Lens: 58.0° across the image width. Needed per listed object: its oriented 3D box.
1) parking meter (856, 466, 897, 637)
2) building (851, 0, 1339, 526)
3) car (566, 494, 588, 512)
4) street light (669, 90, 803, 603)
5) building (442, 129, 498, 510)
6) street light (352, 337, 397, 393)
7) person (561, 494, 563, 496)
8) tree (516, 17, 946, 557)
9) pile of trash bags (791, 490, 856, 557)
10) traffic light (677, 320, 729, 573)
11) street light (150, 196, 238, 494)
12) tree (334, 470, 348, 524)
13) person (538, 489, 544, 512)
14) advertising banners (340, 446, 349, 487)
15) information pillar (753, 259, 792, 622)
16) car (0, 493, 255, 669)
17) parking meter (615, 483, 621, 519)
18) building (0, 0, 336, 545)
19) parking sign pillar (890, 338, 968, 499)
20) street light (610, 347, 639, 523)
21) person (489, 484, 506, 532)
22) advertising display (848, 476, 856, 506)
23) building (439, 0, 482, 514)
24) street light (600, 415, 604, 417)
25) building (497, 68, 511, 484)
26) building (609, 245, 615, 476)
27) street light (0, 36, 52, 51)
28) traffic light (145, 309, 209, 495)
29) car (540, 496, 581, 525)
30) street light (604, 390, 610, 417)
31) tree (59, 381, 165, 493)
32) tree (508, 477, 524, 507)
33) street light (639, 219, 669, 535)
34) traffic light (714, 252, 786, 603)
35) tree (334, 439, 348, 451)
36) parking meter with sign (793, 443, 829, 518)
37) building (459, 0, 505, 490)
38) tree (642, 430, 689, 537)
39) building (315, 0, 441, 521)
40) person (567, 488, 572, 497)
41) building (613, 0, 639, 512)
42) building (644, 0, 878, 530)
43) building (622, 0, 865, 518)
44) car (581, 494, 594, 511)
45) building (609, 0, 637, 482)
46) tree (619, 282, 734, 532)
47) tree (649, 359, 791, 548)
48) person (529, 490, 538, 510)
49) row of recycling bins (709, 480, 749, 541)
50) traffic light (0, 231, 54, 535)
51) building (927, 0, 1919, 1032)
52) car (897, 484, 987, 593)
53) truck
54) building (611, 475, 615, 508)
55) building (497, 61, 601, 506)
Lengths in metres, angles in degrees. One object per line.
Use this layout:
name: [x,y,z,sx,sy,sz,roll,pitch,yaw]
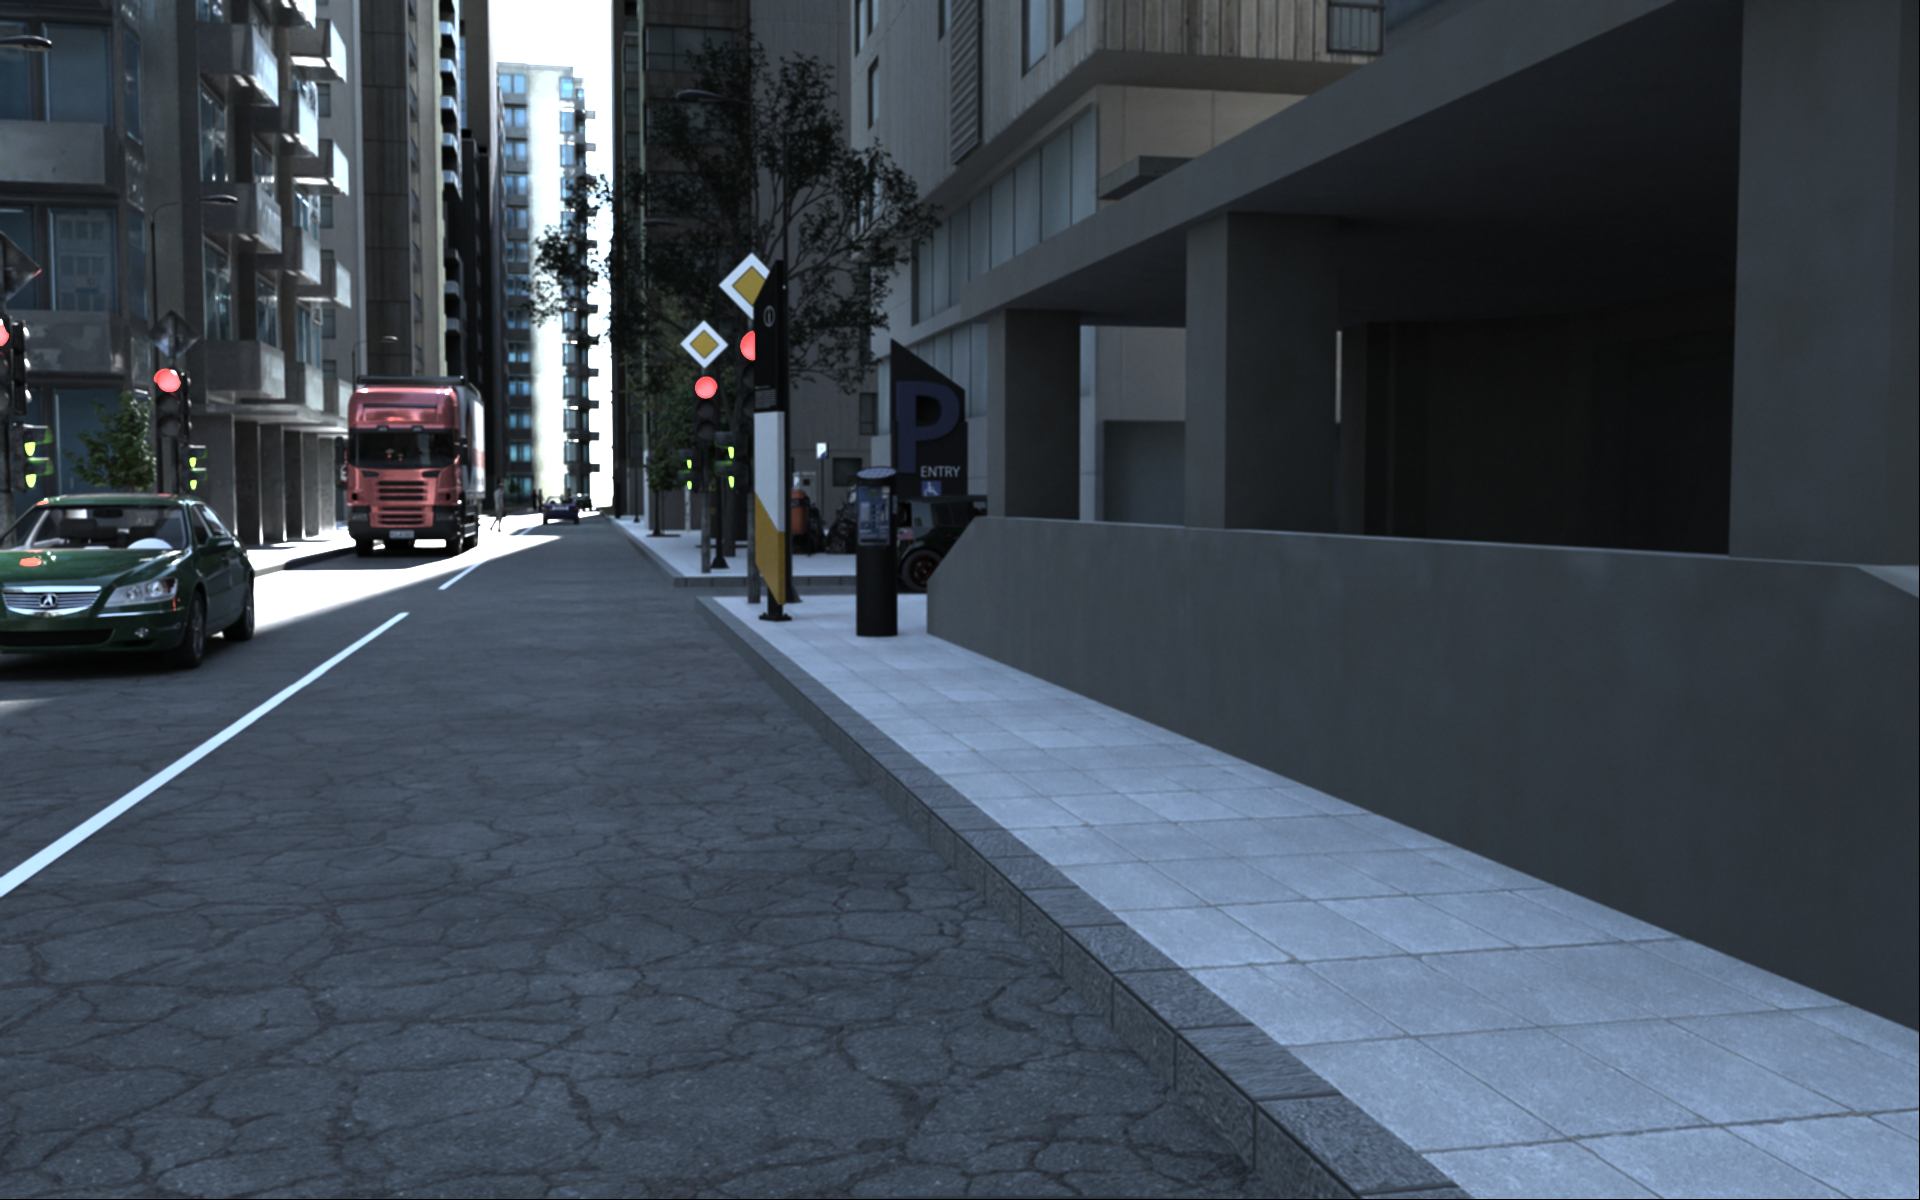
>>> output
parking meter: [-0.754,-0.445,15.684,0.372,1.533,0.369,0,3,0]
building: [12.064,-27.783,43.493,27.495,52.752,28.713,-1,4,-12]
car: [-30.352,-7.608,136.185,2.131,1.459,4.920,-1,4,-12]
street light: [-2.570,-2.916,20.211,1.470,5.913,1.316,-1,4,-12]
building: [-44.074,-22.268,135.779,14.160,30.474,14.107,-1,4,-12]
street light: [-17.351,-4.818,51.322,1.470,5.913,1.316,-1,4,-12]
person: [-35.391,-8.692,153.871,0.557,1.426,1.065,-1,4,-14]
tree: [-4.705,-6.139,34.783,8.767,10.594,7.601,-1,4,-9]
pile of trash bags: [-3.015,-1.667,37.004,1.912,1.369,3.447,1,4,13]
traffic light: [-4.148,-2.393,28.052,0.839,4.253,0.868,-1,4,-12]
street light: [-11.954,-3.333,27.038,1.470,5.913,1.316,-1,4,-12]
tree: [-26.238,-4.905,74.806,1.663,3.219,1.824,0,3,0]
person: [-33.688,-7.992,139.153,0.705,1.826,1.348,0,4,3]
advertising banners: [-22.136,-4.150,64.040,0.090,3.025,2.074,2,4,34]
information pillar: [-1.926,-1.603,17.558,0.183,3.616,0.504,-3,4,-36]
car: [-7.525,-0.226,15.496,2.131,1.459,4.920,-1,4,-14]
parking meter: [-17.960,-5.206,90.830,0.255,1.863,0.399,-1,4,-17]
building: [-28.185,-25.888,42.881,23.786,49.044,30.456,-1,4,-12]
parking sign pillar: [-0.536,-2.546,30.093,1.447,3.967,1.447,-1,4,-10]
street light: [-9.970,-4.966,53.733,1.470,5.913,1.316,-1,4,-12]
person: [-17.385,-3.475,65.433,0.709,1.813,0.853,3,4,39]
advertising display: [-3.704,-3.425,61.212,0.123,1.923,0.974,-2,4,-30]
building: [-42.519,-48.805,110.641,22.319,86.520,31.000,-1,4,-12]
street light: [-20.364,-7.884,101.437,1.470,5.913,1.316,-1,4,-12]
building: [-50.295,-29.427,164.727,14.086,41.232,14.154,-1,4,-12]
building: [-31.642,-25.716,192.161,14.107,30.474,14.160,-1,4,-12]
street light: [-9.923,-2.759,17.645,1.470,5.913,1.316,-1,4,-12]
traffic light: [-11.922,-2.289,26.341,0.839,4.253,0.868,-1,4,-12]
car: [-19.090,-4.295,82.810,1.945,1.354,3.894,-1,4,-13]
street light: [-15.058,-6.424,77.567,1.470,5.913,1.316,-1,4,-12]
tree: [-14.044,-2.128,29.396,1.663,3.219,1.824,0,3,0]
tree: [-45.306,-11.058,175.398,1.663,3.219,1.824,0,3,0]
street light: [-4.679,-3.488,29.568,1.470,5.913,1.316,-1,4,-12]
traffic light: [-2.441,-1.916,20.251,0.839,4.253,0.868,-1,4,-12]
tree: [-22.664,-5.110,67.264,4.285,4.588,4.351,0,3,0]
parking meter with sign: [-5.283,-3.808,58.520,1.738,3.016,0.543,-3,5,-43]
building: [-47.151,-30.536,149.375,14.600,45.320,14.200,-1,4,-12]
tree: [-8.975,-3.519,52.130,1.663,3.219,1.824,0,3,0]
building: [-33.326,-24.572,85.354,14.154,41.232,14.086,-1,4,-12]
person: [-24.269,-6.045,107.436,0.705,1.812,1.348,-1,4,-20]
building: [-15.372,-42.190,128.062,20.563,71.187,20.611,-1,4,-12]
building: [-5.608,-18.155,68.531,14.160,30.474,14.107,-1,4,-12]
building: [-14.386,-20.743,110.849,14.160,30.474,14.107,-1,4,-12]
car: [-31.503,-8.086,143.996,2.131,1.459,4.920,-1,4,-12]
building: [-22.132,-30.327,145.959,14.600,45.320,14.200,-1,4,-12]
tree: [-9.205,-6.577,57.897,4.737,8.622,4.395,0,3,0]
tree: [-5.743,-3.547,41.703,4.285,4.588,4.351,0,3,0]
person: [-37.727,-8.868,153.454,1.348,1.831,0.705,3,5,44]
row of recycling bins: [-6.392,-2.556,48.901,1.069,1.692,3.534,-1,4,-18]
traffic light: [-10.215,-1.812,18.540,0.839,4.253,0.868,-1,4,-12]
building: [16.913,-19.543,11.405,32.217,40.220,23.993,-1,4,-12]
car: [0.662,-0.993,26.019,4.222,1.686,2.009,-1,4,-12]
truck: [-13.499,-3.333,43.412,2.839,4.237,11.283,-1,4,-12]
building: [-17.319,-29.059,166.996,32.217,40.220,23.993,-1,4,-12]
building: [-55.354,-34.922,190.587,30.456,49.044,23.786,-1,4,-12]
